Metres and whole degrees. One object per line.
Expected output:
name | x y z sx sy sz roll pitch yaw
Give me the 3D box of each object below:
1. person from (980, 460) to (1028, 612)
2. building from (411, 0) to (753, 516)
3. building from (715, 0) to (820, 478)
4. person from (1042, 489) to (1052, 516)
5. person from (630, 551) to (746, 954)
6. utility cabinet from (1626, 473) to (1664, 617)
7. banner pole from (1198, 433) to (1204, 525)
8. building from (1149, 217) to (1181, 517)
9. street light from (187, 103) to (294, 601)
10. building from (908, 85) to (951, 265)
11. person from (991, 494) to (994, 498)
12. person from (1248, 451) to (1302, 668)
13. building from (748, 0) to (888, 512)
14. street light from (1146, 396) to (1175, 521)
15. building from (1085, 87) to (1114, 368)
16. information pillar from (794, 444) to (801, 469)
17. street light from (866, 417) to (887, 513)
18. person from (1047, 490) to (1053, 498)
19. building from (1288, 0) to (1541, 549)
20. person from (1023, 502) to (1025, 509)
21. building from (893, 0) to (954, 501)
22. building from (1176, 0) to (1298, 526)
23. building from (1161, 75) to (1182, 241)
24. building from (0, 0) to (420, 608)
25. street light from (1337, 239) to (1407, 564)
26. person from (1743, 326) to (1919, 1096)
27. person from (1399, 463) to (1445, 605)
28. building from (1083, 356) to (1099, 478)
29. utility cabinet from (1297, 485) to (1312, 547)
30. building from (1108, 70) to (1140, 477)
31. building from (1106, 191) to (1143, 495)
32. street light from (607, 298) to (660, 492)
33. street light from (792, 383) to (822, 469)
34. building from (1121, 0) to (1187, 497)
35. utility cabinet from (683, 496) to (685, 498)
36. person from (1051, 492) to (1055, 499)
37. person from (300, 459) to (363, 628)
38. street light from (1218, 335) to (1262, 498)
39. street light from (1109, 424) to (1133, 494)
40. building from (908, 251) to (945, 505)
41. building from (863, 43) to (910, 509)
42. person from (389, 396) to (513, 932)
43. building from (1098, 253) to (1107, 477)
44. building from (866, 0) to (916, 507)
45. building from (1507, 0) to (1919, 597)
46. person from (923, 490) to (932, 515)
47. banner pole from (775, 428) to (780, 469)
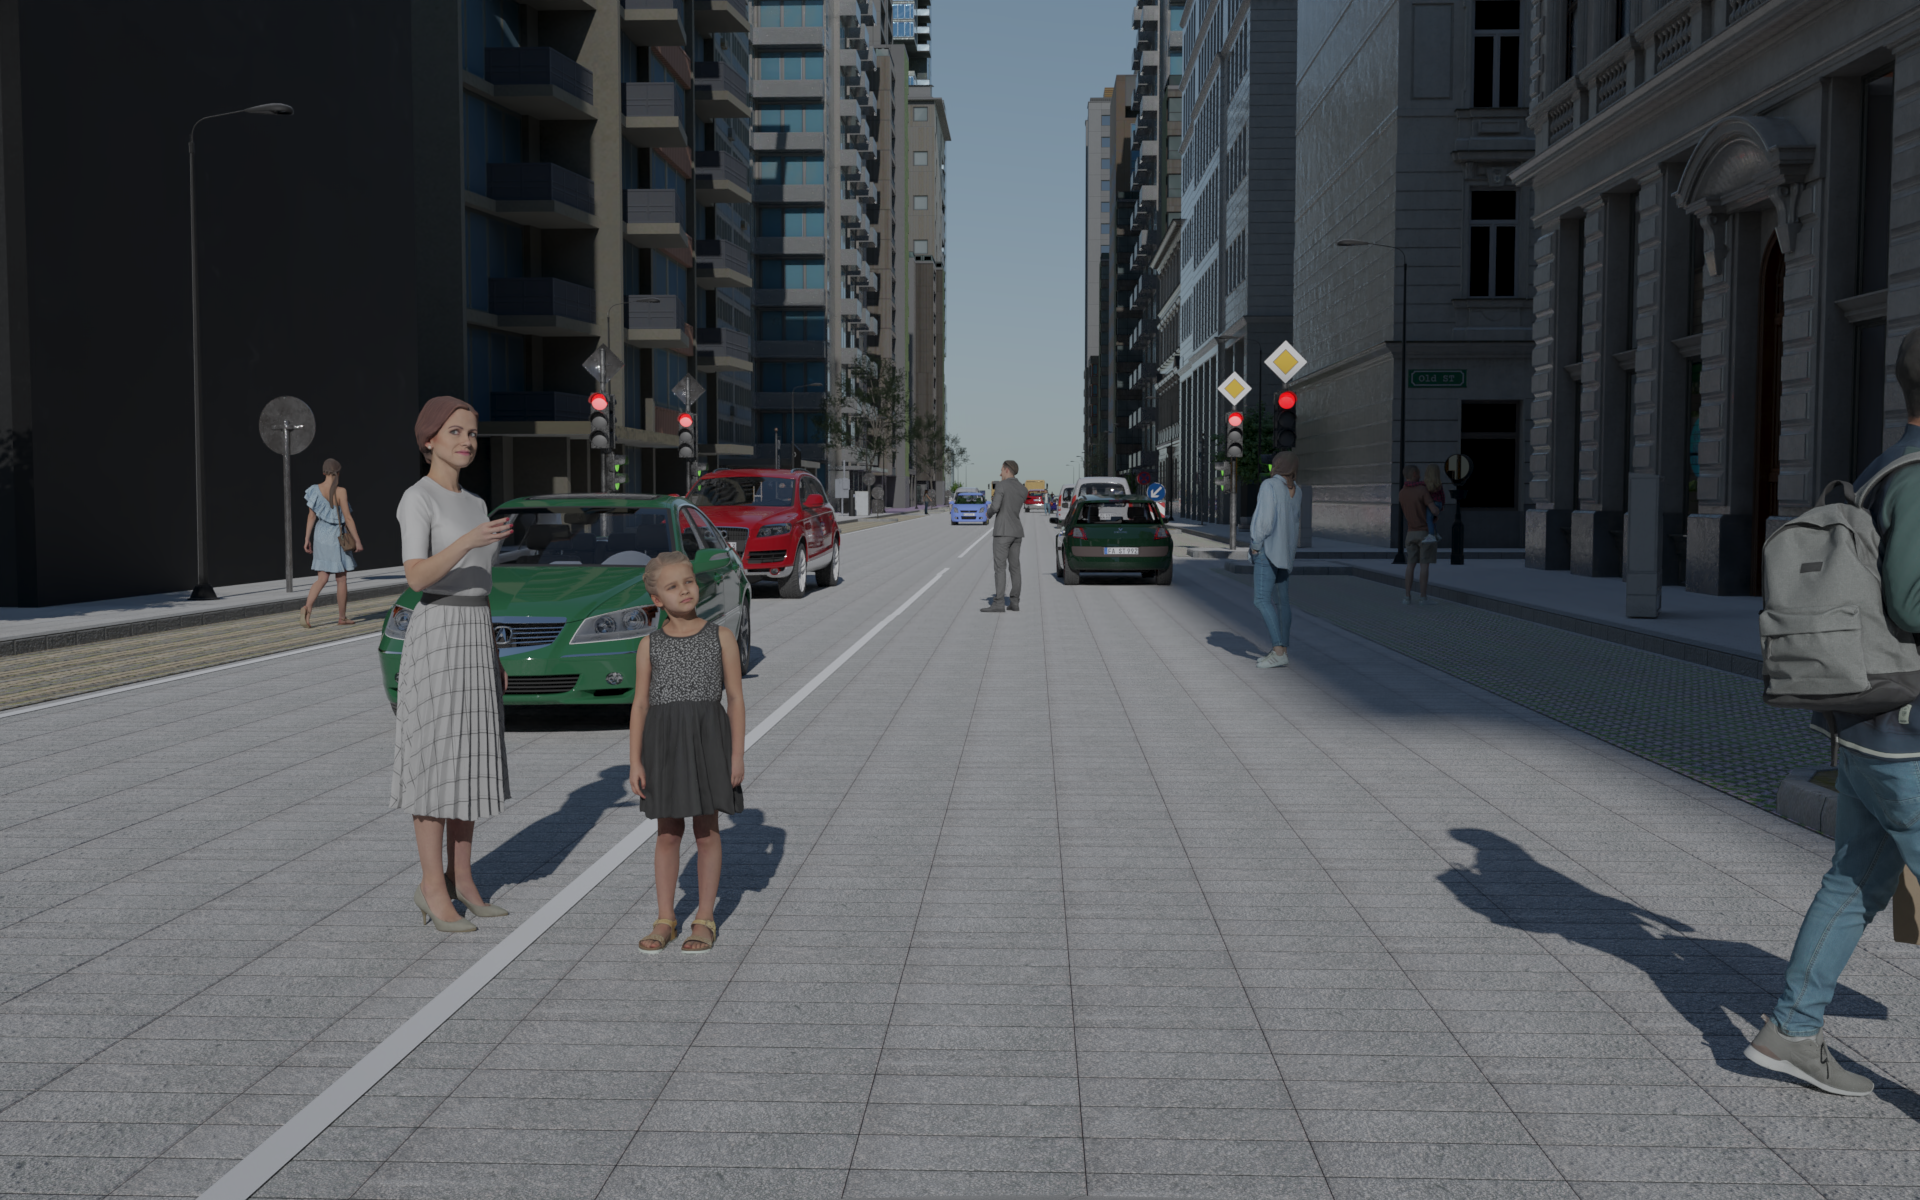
person | 0.513 -0.787 21.172 0.447 1.846 0.655 3 5 42
building | -18.838 -24.467 54.656 22.147 44.769 28.867 0 4 2
building | -24.030 -24.313 89.406 32.217 40.220 23.993 0 4 2
person | 5.657 -6.381 113.175 0.623 1.781 0.721 0 4 -5
person | -0.857 0.472 5.454 0.362 1.253 0.373 0 4 4
utility cabinet | 7.242 -0.586 18.267 0.318 1.500 1.173 2 4 24
banner pole | 9.918 -4.973 71.330 0.401 3.779 0.863 -1 4 -9
building | 17.271 -14.653 104.208 10.561 19.102 19.286 0 4 2
street light | -8.627 -2.951 20.784 1.470 5.913 1.316 0 4 2
building | -15.997 -39.080 228.202 28.713 52.752 27.495 0 4 2
person | 4.633 -13.497 229.892 1.217 1.735 0.721 3 5 41
person | 2.655 -0.351 14.497 0.793 1.790 0.793 1 4 9
building | -18.061 -31.258 130.670 23.786 49.044 30.456 0 4 2
street light | 9.538 -6.727 82.534 1.470 5.913 1.316 0 4 2
building | 29.082 -43.761 257.493 21.231 58.520 28.212 0 4 2
information pillar | -7.368 -5.296 77.942 0.504 3.616 0.183 2 4 32
street light | -5.093 -8.060 104.324 1.470 5.913 1.316 0 4 2
person | 7.967 -9.238 159.177 1.348 1.869 0.705 1 4 11
building | 31.901 -16.547 46.962 44.131 29.872 17.030 0 4 2
person | 6.302 -9.639 166.227 1.348 1.807 0.705 -1 4 -11
building | -11.784 -57.709 256.215 22.319 86.520 31.000 0 4 2
building | 16.709 -18.422 78.700 11.434 29.767 29.804 0 4 2
building | 21.137 -21.469 122.720 14.160 30.474 14.107 0 4 2
building | -18.037 -11.963 25.271 15.834 23.373 12.332 0 4 2
street light | 7.563 -3.618 31.690 1.470 5.913 1.316 0 4 2
person | 2.208 0.276 3.975 0.713 1.824 0.794 2 4 34
person | 5.967 -0.848 22.340 0.580 1.828 0.573 0 4 6
building | 30.660 -23.547 230.030 27.650 21.520 28.899 0 4 2
utility cabinet | 8.070 -2.014 41.604 0.318 1.500 1.173 -1 4 -15
building | 22.882 -32.522 181.843 14.600 45.320 14.200 0 4 2
building | 21.791 -24.190 167.211 14.160 30.474 14.107 0 4 2
street light | -7.779 -4.194 41.107 1.470 5.913 1.316 0 4 2
street light | -6.458 -6.126 72.698 1.470 5.913 1.316 0 4 2
building | 25.784 -32.086 144.219 23.786 49.044 30.456 0 4 2
utility cabinet | -7.660 -2.300 48.768 0.306 1.237 1.020 1 4 16
person | 13.941 -15.518 262.245 1.348 1.821 0.705 -1 4 -15
person | -6.737 -0.611 18.586 0.616 1.811 0.778 1 4 18
street light | 8.232 -4.780 50.701 1.470 5.913 1.316 0 4 2
street light | 10.795 -8.657 114.084 1.470 5.913 1.316 0 4 2
building | -9.185 -26.634 207.159 14.160 30.474 14.107 0 4 2
building | -11.998 -28.726 153.261 14.154 41.232 14.086 0 4 2
person | -1.614 0.205 5.725 0.524 1.755 0.480 1 4 16
building | 23.604 -26.676 207.849 14.160 30.474 14.107 0 4 2
building | -14.874 -44.743 169.796 20.563 71.187 20.611 0 4 2
building | 14.274 -11.699 20.159 11.050 23.489 19.941 0 4 2
person | -2.277 -6.825 120.808 0.721 1.735 1.217 -2 4 -27
banner pole | -6.937 -4.648 66.016 0.401 3.779 0.863 1 4 8
